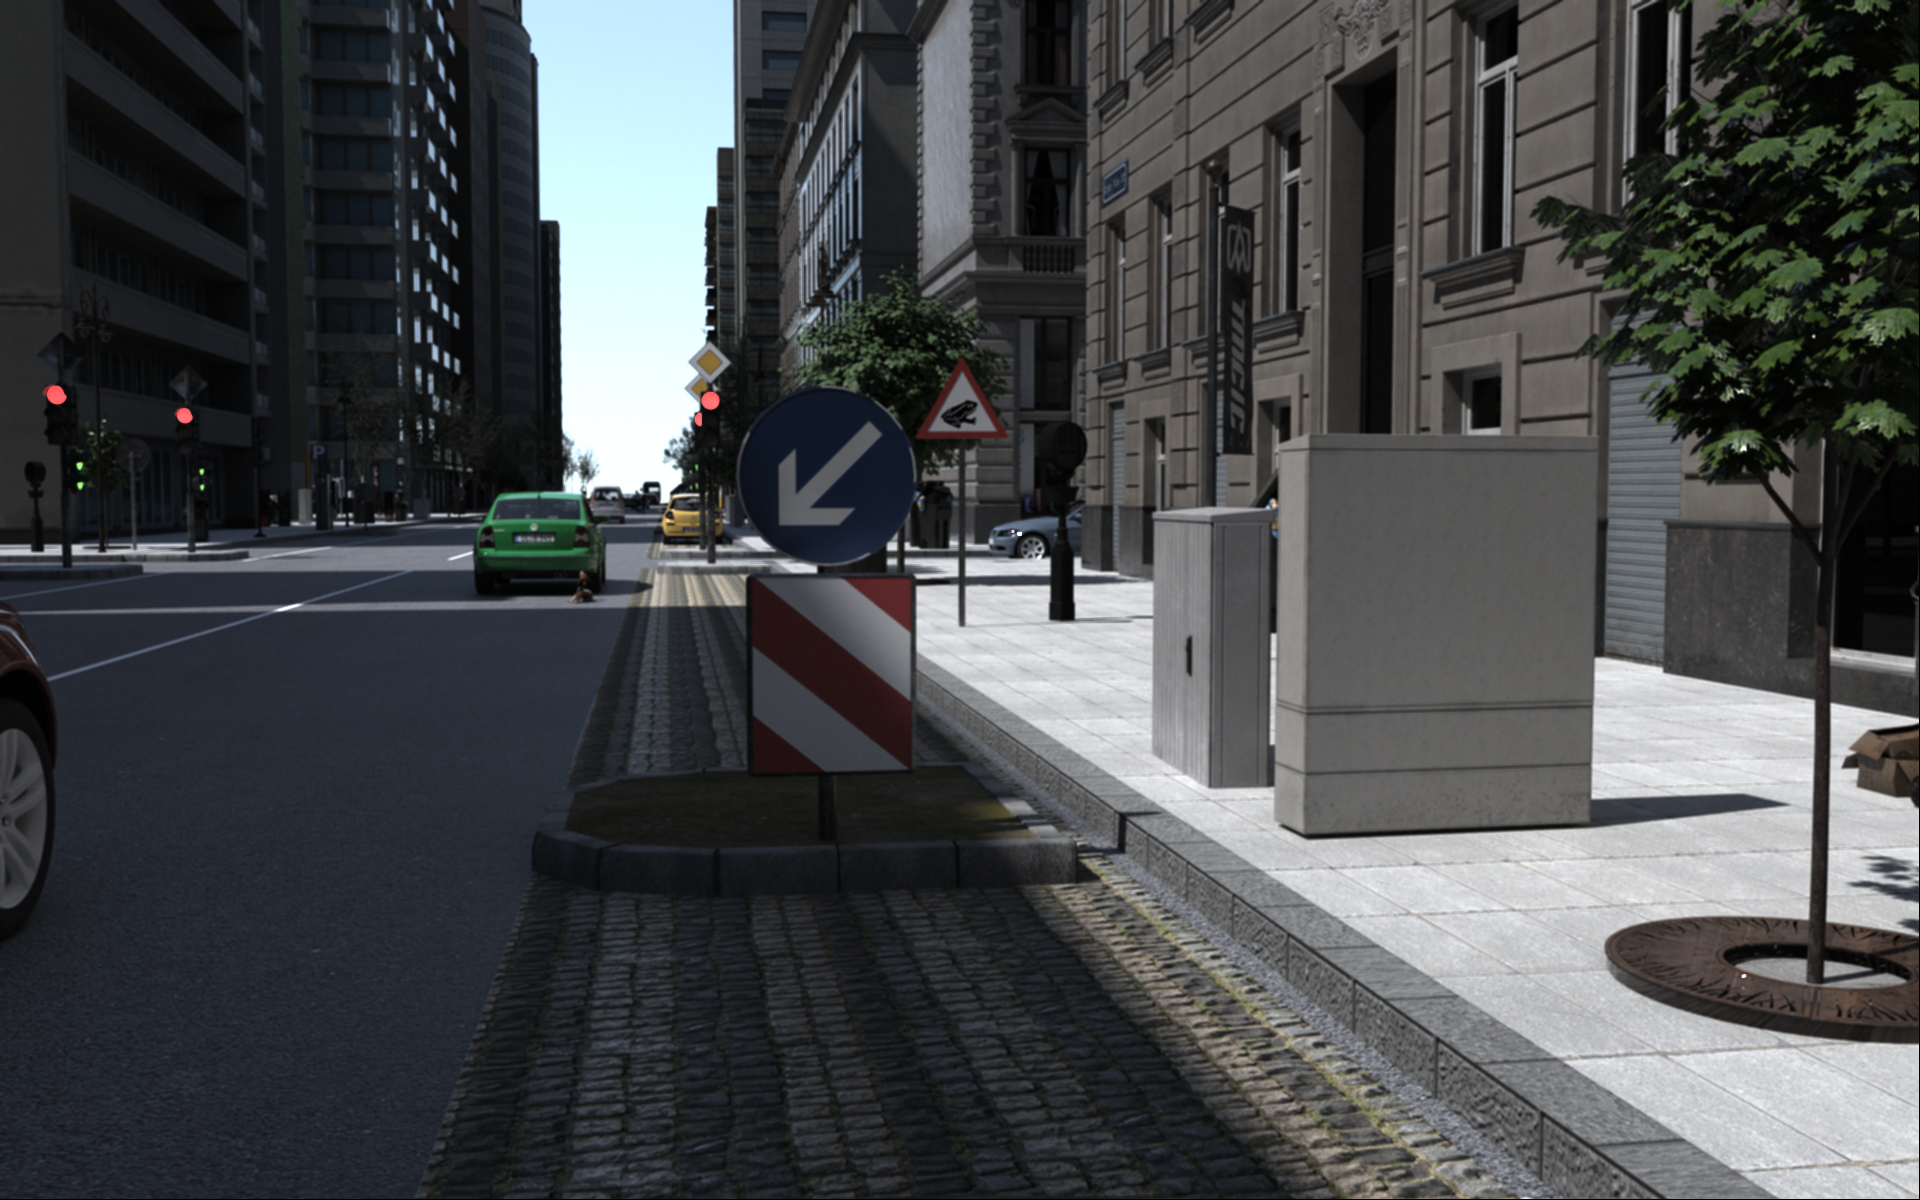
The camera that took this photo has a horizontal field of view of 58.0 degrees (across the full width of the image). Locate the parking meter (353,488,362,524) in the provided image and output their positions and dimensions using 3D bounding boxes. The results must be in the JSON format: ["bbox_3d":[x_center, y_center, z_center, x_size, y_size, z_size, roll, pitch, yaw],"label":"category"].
[{"bbox_3d":[-25.631,-3.995,73.735,0.372,1.533,0.369,0,3,0],"label":"parking meter"}]

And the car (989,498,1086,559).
[{"bbox_3d":[2.842,-1.488,36.336,4.499,1.417,2.014,0,4,-8],"label":"car"}]

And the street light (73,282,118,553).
[{"bbox_3d":[-18.845,-3.981,37.873,0.468,5.910,1.993,-1,4,-10],"label":"street light"}]

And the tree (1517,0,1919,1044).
[{"bbox_3d":[2.206,-0.594,4.318,1.663,3.219,1.824,0,3,0],"label":"tree"}]

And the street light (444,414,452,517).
[{"bbox_3d":[-28.970,-7.658,97.998,0.468,5.910,1.993,-1,4,-10],"label":"street light"}]

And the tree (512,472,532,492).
[{"bbox_3d":[-38.219,-9.561,150.915,1.663,3.219,1.824,0,3,0],"label":"tree"}]

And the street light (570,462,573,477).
[{"bbox_3d":[-50.392,-15.416,224.841,0.468,5.910,1.993,-1,4,-10],"label":"street light"}]

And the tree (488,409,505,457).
[{"bbox_3d":[-30.292,-9.503,105.731,4.360,8.622,3.978,0,3,0],"label":"tree"}]

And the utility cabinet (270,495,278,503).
[{"bbox_3d":[-31.249,-4.094,78.102,1.020,1.237,0.306,1,4,22],"label":"utility cabinet"}]

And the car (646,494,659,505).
[{"bbox_3d":[-40.718,-13.397,228.082,2.155,1.783,4.494,0,4,-8],"label":"car"}]

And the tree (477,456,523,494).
[{"bbox_3d":[-35.296,-9.128,132.959,4.285,4.588,4.351,0,3,0],"label":"tree"}]

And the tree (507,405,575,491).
[{"bbox_3d":[-44.629,-15.206,183.033,8.767,10.594,7.601,0,4,-3],"label":"tree"}]

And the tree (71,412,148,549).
[{"bbox_3d":[-19.950,-2.820,40.716,1.663,3.219,1.824,0,3,0],"label":"tree"}]

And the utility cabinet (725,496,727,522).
[{"bbox_3d":[-10.788,-4.254,80.707,0.306,1.237,1.020,0,4,-4],"label":"utility cabinet"}]

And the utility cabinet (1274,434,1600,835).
[{"bbox_3d":[1.816,0.125,6.639,1.173,1.500,0.318,-1,4,-11],"label":"utility cabinet"}]

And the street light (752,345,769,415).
[{"bbox_3d":[-6.212,-4.964,53.949,0.468,5.910,1.993,-1,4,-10],"label":"street light"}]

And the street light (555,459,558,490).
[{"bbox_3d":[-45.497,-13.607,195.267,0.468,5.910,1.993,-1,4,-10],"label":"street light"}]

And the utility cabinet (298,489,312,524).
[{"bbox_3d":[-27.587,-3.929,72.915,0.318,1.500,1.173,-1,4,-10],"label":"utility cabinet"}]

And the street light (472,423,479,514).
[{"bbox_3d":[-31.629,-8.593,113.283,0.468,5.910,1.993,-1,4,-10],"label":"street light"}]

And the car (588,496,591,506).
[{"bbox_3d":[-35.790,-9.831,170.954,2.015,1.641,3.980,-1,4,-9],"label":"car"}]

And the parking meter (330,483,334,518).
[{"bbox_3d":[-31.539,-4.946,86.576,0.255,1.863,0.399,1,4,22],"label":"parking meter"}]

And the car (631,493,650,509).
[{"bbox_3d":[-31.141,-9.729,168.656,1.945,1.707,3.694,0,4,-8],"label":"car"}]

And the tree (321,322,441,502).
[{"bbox_3d":[-25.755,-7.633,75.162,4.360,8.622,3.978,0,3,0],"label":"tree"}]

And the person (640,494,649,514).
[{"bbox_3d":[-23.250,-7.066,127.291,0.557,1.426,1.065,-3,5,-44],"label":"person"}]

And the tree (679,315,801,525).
[{"bbox_3d":[-8.872,-7.398,71.316,4.360,8.622,3.978,0,3,0],"label":"tree"}]

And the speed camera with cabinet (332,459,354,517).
[{"bbox_3d":[-35.069,-6.419,99.283,0.660,3.252,2.038,1,4,21],"label":"speed camera with cabinet"}]

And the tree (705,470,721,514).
[{"bbox_3d":[-15.865,-7.143,111.395,1.663,3.219,1.824,0,3,0],"label":"tree"}]

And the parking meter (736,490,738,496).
[{"bbox_3d":[-14.604,-6.537,112.586,0.399,1.863,0.255,-3,4,-37],"label":"parking meter"}]

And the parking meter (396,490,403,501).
[{"bbox_3d":[-34.644,-6.034,107.064,0.372,1.533,0.369,0,3,0],"label":"parking meter"}]

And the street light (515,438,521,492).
[{"bbox_3d":[-36.782,-10.478,144.110,0.468,5.910,1.993,-1,4,-10],"label":"street light"}]

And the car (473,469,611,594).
[{"bbox_3d":[-6.336,-1.076,26.394,1.959,1.807,4.718,-1,4,-10],"label":"car"}]

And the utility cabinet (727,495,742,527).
[{"bbox_3d":[-8.714,-3.433,67.295,0.306,1.237,1.020,-1,4,-19],"label":"utility cabinet"}]

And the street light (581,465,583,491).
[{"bbox_3d":[-55.535,-17.243,254.701,0.468,5.910,1.993,-1,4,-10],"label":"street light"}]

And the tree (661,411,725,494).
[{"bbox_3d":[-29.826,-15.991,195.871,8.767,10.594,7.601,0,4,3],"label":"tree"}]

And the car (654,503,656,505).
[{"bbox_3d":[-41.941,-13.578,234.006,2.014,1.417,4.499,-1,4,-9],"label":"car"}]

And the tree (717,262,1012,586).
[{"bbox_3d":[-0.936,-2.510,24.745,4.285,4.588,4.351,0,3,0],"label":"tree"}]

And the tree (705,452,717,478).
[{"bbox_3d":[-11.380,-6.505,90.063,4.285,4.588,4.351,0,3,0],"label":"tree"}]

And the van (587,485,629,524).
[{"bbox_3d":[-17.027,-4.686,83.626,2.013,2.044,4.112,-1,4,-11],"label":"van"}]

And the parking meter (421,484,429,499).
[{"bbox_3d":[-31.425,-5.873,101.731,0.399,1.863,0.255,0,4,1],"label":"parking meter"}]

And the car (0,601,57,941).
[{"bbox_3d":[-3.820,0.298,3.808,2.281,1.827,5.304,0,4,-8],"label":"car"}]

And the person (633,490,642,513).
[{"bbox_3d":[-24.566,-7.489,131.879,0.756,1.711,0.436,-1,4,-21],"label":"person"}]

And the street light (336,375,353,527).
[{"bbox_3d":[-23.912,-5.788,67.418,0.468,5.910,1.993,-1,4,-10],"label":"street light"}]

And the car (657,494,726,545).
[{"bbox_3d":[-7.769,-2.446,50.222,2.015,1.641,3.980,-1,4,-10],"label":"car"}]

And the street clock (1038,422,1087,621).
[{"bbox_3d":[1.036,-0.793,17.531,0.471,2.002,0.358,-3,4,-38],"label":"street clock"}]

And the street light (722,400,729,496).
[{"bbox_3d":[-11.316,-6.813,84.180,0.468,5.910,1.993,-1,4,-10],"label":"street light"}]

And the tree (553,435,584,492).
[{"bbox_3d":[-48.127,-15.960,211.300,4.360,8.622,3.978,0,3,0],"label":"tree"}]

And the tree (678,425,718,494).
[{"bbox_3d":[-26.995,-14.006,179.367,4.737,8.622,4.395,0,3,0],"label":"tree"}]

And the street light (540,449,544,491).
[{"bbox_3d":[-41.916,-12.303,173.948,0.468,5.910,1.993,-1,4,-10],"label":"street light"}]

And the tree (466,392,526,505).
[{"bbox_3d":[-33.769,-10.741,125.981,4.737,8.622,4.395,0,3,0],"label":"tree"}]

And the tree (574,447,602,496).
[{"bbox_3d":[-57.123,-19.243,264.979,4.737,8.622,4.395,0,3,0],"label":"tree"}]

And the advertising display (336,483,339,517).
[{"bbox_3d":[-35.275,-5.654,97.654,0.123,1.923,0.974,-3,5,-42],"label":"advertising display"}]

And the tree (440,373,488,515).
[{"bbox_3d":[-28.094,-8.611,91.160,4.360,8.622,3.978,0,3,0],"label":"tree"}]

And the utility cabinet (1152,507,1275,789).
[{"bbox_3d":[1.144,0.192,8.021,0.306,1.237,1.020,0,4,-8],"label":"utility cabinet"}]

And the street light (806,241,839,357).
[{"bbox_3d":[-2.525,-3.612,31.840,0.468,5.910,1.993,-1,4,-10],"label":"street light"}]

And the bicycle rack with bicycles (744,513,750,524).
[{"bbox_3d":[-8.183,-3.786,75.276,2.852,0.926,2.925,-1,4,-17],"label":"bicycle rack with bicycles"}]

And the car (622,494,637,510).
[{"bbox_3d":[-30.031,-9.042,156.638,1.959,1.807,4.718,-1,4,-10],"label":"car"}]

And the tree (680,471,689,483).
[{"bbox_3d":[-24.643,-11.357,169.401,4.285,4.588,4.351,0,3,0],"label":"tree"}]

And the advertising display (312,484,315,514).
[{"bbox_3d":[-41.063,-6.399,109.834,0.123,1.923,0.974,0,4,-4],"label":"advertising display"}]

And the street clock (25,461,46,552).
[{"bbox_3d":[-20.456,-2.066,38.352,0.471,2.002,0.358,2,4,34],"label":"street clock"}]

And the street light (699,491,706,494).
[{"bbox_3d":[-19.058,-9.579,129.403,0.468,5.910,1.993,-1,4,-10],"label":"street light"}]
